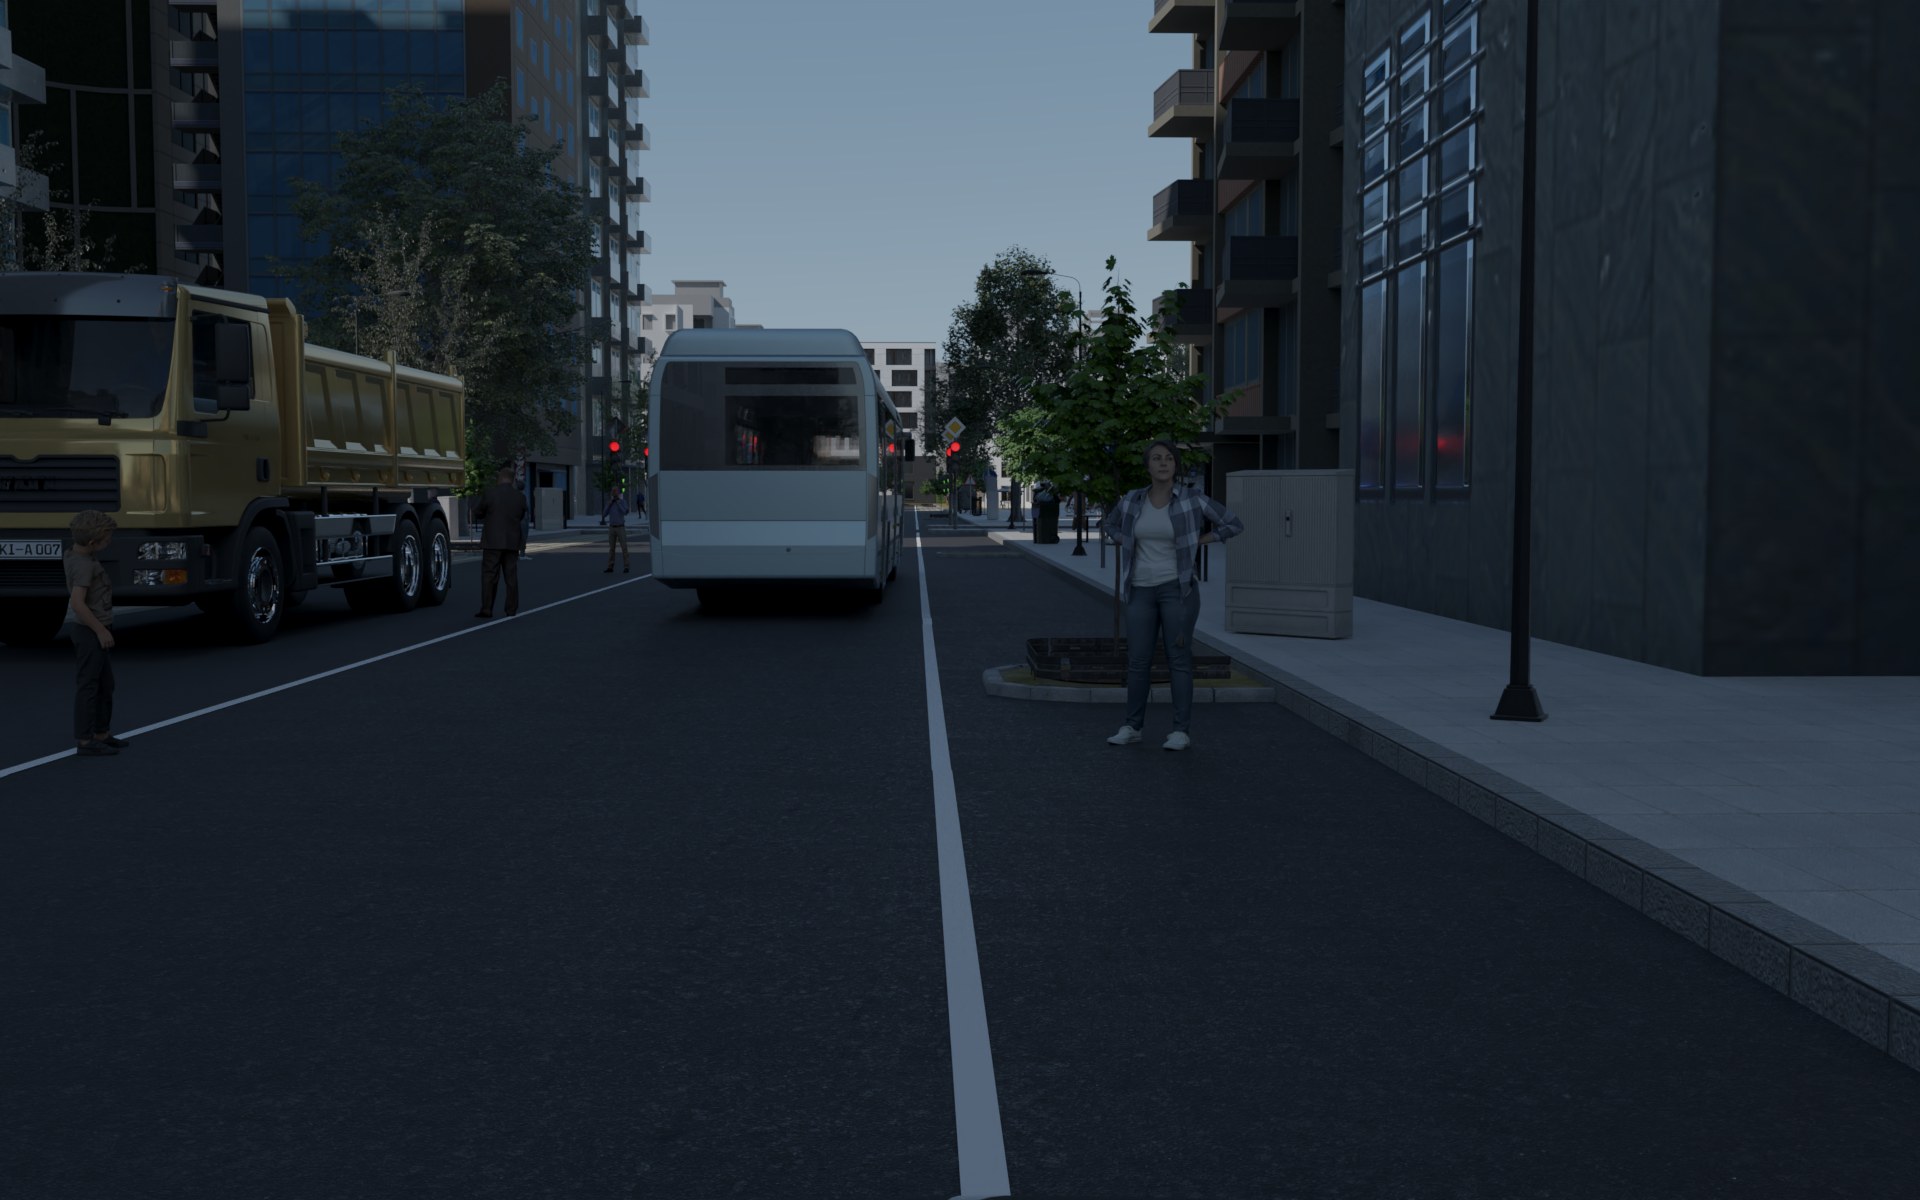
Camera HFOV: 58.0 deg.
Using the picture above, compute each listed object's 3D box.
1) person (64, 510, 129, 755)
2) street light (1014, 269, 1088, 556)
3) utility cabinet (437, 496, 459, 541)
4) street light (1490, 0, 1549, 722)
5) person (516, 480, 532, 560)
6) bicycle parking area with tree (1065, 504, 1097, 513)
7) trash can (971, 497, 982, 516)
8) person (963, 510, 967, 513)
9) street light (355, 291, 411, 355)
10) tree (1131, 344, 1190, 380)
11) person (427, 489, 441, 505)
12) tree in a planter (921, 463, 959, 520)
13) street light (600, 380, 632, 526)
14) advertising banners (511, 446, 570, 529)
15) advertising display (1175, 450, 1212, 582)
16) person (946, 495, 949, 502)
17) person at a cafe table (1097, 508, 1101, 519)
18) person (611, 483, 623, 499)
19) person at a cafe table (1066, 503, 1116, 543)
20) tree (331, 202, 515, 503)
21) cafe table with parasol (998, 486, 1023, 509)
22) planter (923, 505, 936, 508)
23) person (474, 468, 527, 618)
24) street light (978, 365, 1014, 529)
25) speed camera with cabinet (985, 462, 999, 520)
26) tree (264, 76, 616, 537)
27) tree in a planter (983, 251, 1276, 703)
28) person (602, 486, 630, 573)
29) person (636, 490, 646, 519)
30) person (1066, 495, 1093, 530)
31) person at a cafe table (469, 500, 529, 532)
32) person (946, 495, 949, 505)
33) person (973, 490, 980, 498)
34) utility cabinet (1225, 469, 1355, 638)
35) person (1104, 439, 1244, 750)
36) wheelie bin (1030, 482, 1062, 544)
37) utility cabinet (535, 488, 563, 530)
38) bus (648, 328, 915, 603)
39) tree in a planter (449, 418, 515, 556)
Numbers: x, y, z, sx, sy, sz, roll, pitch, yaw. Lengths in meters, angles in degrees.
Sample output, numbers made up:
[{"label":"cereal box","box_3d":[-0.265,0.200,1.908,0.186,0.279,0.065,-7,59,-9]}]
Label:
[{"label":"person","box_3d":[-4.756,0.174,9.567,0.340,1.345,0.435,-3,4,-36]},{"label":"street light","box_3d":[1.950,-3.880,35.976,1.470,5.913,1.316,0,4,-2]},{"label":"utility cabinet","box_3d":[-14.312,-2.260,48.116,0.306,1.237,1.020,-3,5,-44]},{"label":"street light","box_3d":[2.657,-2.274,9.719,1.470,5.913,1.316,0,4,-2]},{"label":"person","box_3d":[-9.574,-1.739,37.656,0.376,1.734,0.841,-3,5,-42]},{"label":"bicycle parking area with tree","box_3d":[14.099,-9.428,141.152,9.016,4.147,8.231,3,4,39]},{"label":"trash can","box_3d":[0.979,-5.453,100.816,0.748,1.137,0.748,0,3,0]},{"label":"person","box_3d":[0.510,-6.747,117.274,0.541,1.710,0.530,2,4,29]},{"label":"street light","box_3d":[-13.230,-4.107,39.695,1.470,5.913,1.316,0,4,-2]},{"label":"tree","box_3d":[16.234,-13.661,130.007,9.857,13.997,8.962,0,3,0]},{"label":"person","box_3d":[-11.799,-1.726,38.936,0.471,1.553,0.569,2,4,34]},{"label":"tree in a planter","box_3d":[-1.045,-6.066,96.405,1.991,3.239,1.994,0,4,-2]},{"label":"street light","box_3d":[-14.029,-5.997,70.585,1.470,5.913,1.316,0,4,-2]},{"label":"advertising banners","box_3d":[-15.232,-4.078,62.857,2.074,3.025,0.090,0,4,1]},{"label":"advertising display","box_3d":[3.454,-1.253,25.694,0.123,1.923,0.974,-1,4,-20]},{"label":"person","box_3d":[-1.719,-12.785,218.263,0.628,1.438,0.799,-1,4,-13]},{"label":"person at a cafe table","box_3d":[7.773,-4.736,88.288,1.726,1.238,1.698,-1,4,-23]},{"label":"person","box_3d":[-14.689,-4.135,74.313,0.621,1.740,0.551,2,4,32]},{"label":"person at a cafe table","box_3d":[3.853,-2.287,45.907,1.698,1.524,1.622,-1,4,-13]},{"label":"tree","box_3d":[-13.984,-5.764,44.611,4.360,8.622,3.978,0,3,0]},{"label":"cafe table with parasol","box_3d":[4.064,-8.574,145.052,2.610,1.966,2.610,1,4,14]},{"label":"planter","box_3d":[-3.064,-9.260,172.542,1.991,0.319,1.994,0,4,-2]},{"label":"person","box_3d":[-5.395,-0.677,20.257,0.600,1.739,0.565,2,4,29]},{"label":"street light","box_3d":[1.346,-5.514,62.694,1.470,5.913,1.316,0,4,-2]},{"label":"speed camera with cabinet","box_3d":[1.625,-5.681,87.214,0.660,3.252,2.038,0,4,-2]},{"label":"tree","box_3d":[-15.336,-8.901,52.182,9.857,13.997,8.962,0,3,0]},{"label":"tree in a planter","box_3d":[1.173,-0.953,12.807,1.991,3.239,1.994,0,4,-2]},{"label":"person","box_3d":[-6.266,-1.289,31.640,0.516,1.574,0.319,1,4,21]},{"label":"person","box_3d":[-16.695,-5.011,90.673,0.574,1.496,0.600,-1,4,-21]},{"label":"person","box_3d":[4.217,-3.334,61.105,0.990,1.755,0.434,1,4,20]},{"label":"person at a cafe table","box_3d":[-15.545,-2.932,58.800,1.726,1.238,1.698,0,4,2]},{"label":"person","box_3d":[-1.539,-11.648,199.721,0.697,1.427,0.421,0,4,6]},{"label":"person","box_3d":[1.145,-8.653,148.232,1.217,1.743,0.721,0,4,6]},{"label":"utility cabinet","box_3d":[2.954,-0.424,15.615,1.173,1.500,0.318,3,5,44]},{"label":"person","box_3d":[1.151,-0.036,9.812,0.841,1.734,0.376,2,4,33]},{"label":"wheelie bin","box_3d":[2.201,-2.248,44.670,0.693,1.594,0.980,-1,4,-18]},{"label":"utility cabinet","box_3d":[-14.384,-3.180,60.676,0.318,1.500,1.173,2,4,24]},{"label":"bus","box_3d":[-2.246,-1.897,25.874,2.948,3.499,13.247,0,4,0]},{"label":"tree in a planter","box_3d":[-11.486,-2.655,40.625,1.991,3.239,1.994,0,4,-2]}]
